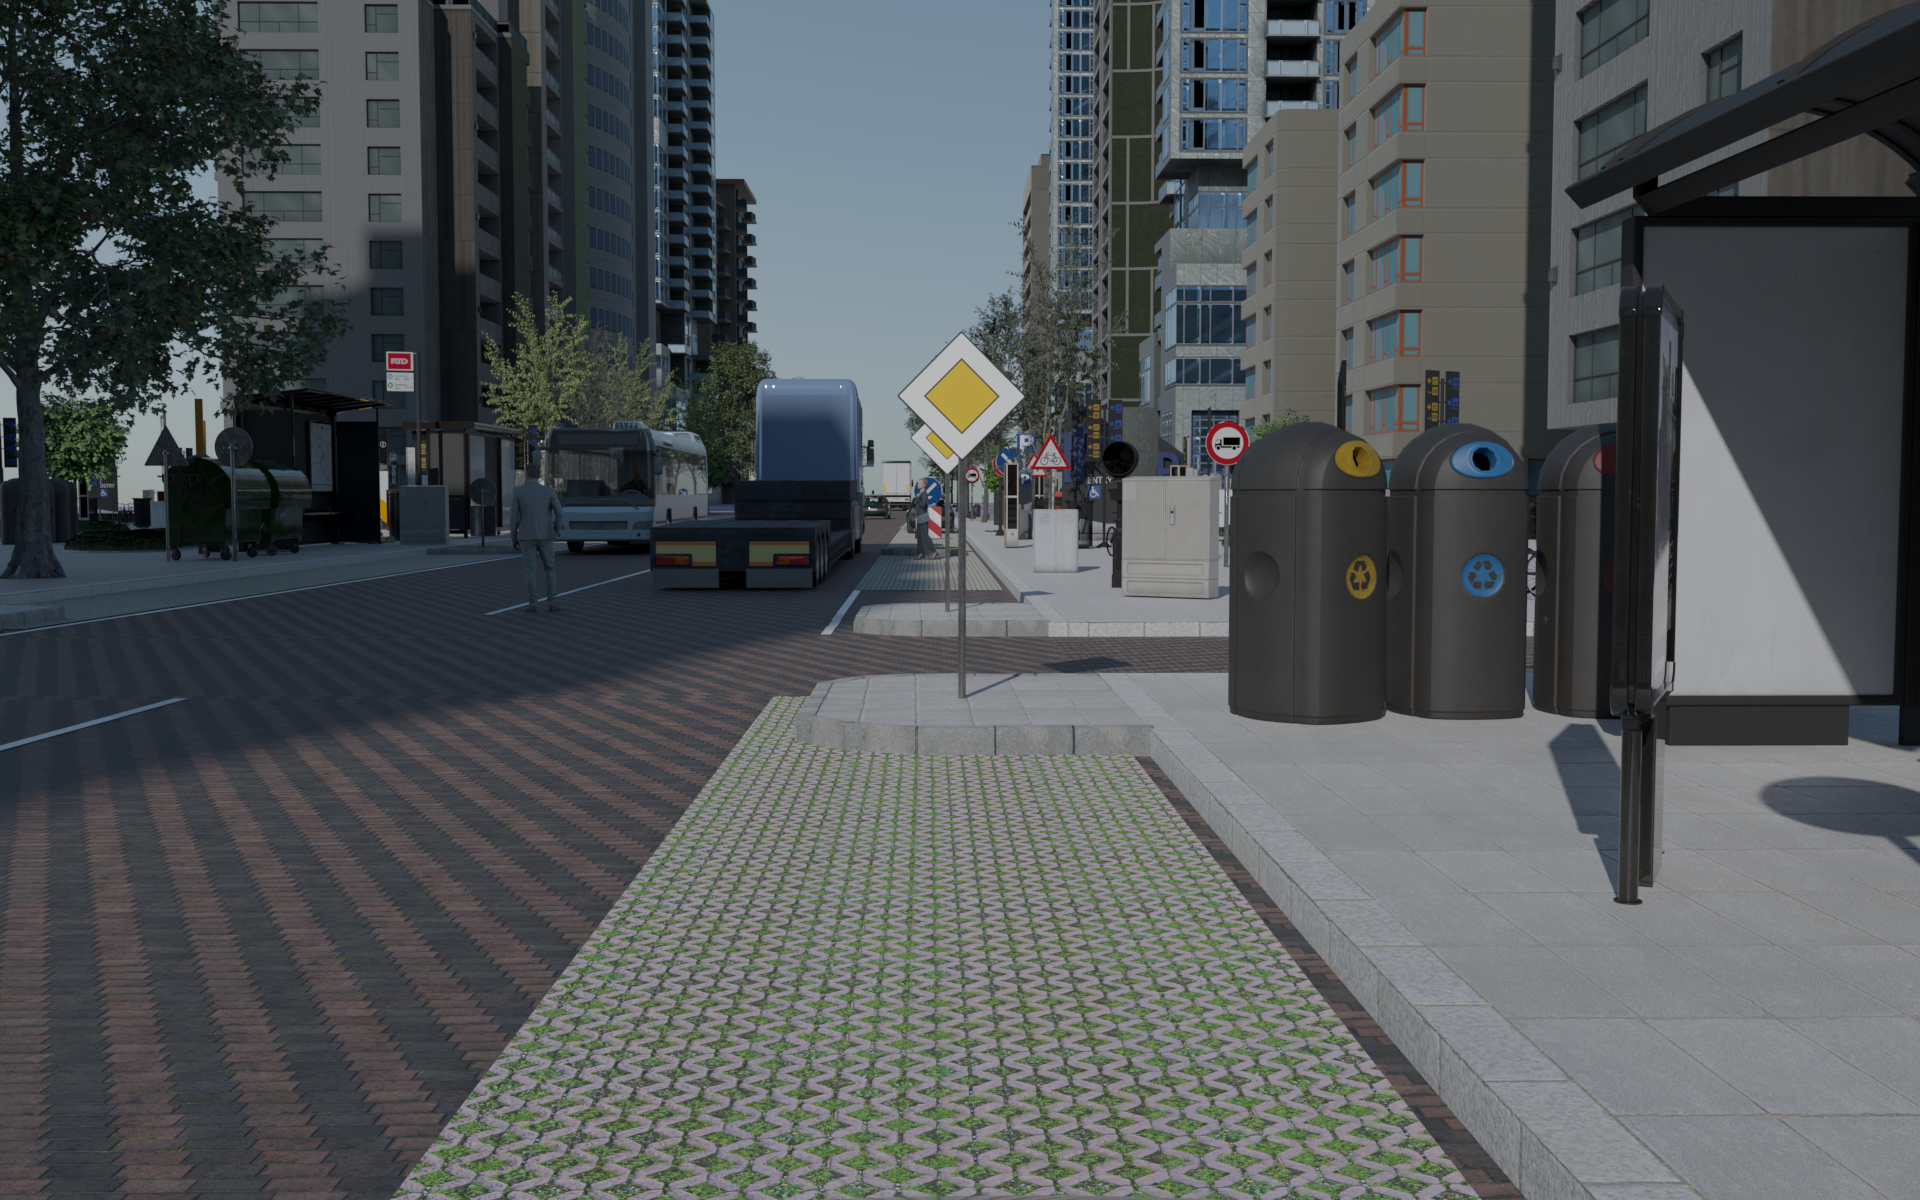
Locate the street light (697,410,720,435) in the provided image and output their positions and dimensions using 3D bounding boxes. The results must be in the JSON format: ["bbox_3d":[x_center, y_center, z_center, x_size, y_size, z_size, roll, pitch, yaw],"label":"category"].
[{"bbox_3d":[-13.953,-7.529,95.633,1.470,5.913,1.316,0,4,-1],"label":"street light"}]

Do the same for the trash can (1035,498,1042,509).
[{"bbox_3d":[3.092,-3.124,62.727,0.748,1.137,0.748,0,3,0],"label":"trash can"}]

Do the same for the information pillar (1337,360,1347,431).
[{"bbox_3d":[6.612,-2.367,30.062,0.183,3.616,0.504,1,4,21],"label":"information pillar"}]

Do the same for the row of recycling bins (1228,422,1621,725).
[{"bbox_3d":[3.330,-0.185,10.142,3.534,1.692,1.069,0,4,-5],"label":"row of recycling bins"}]

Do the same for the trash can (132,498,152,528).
[{"bbox_3d":[-31.093,-3.316,65.866,0.748,1.137,0.748,0,3,0],"label":"trash can"}]

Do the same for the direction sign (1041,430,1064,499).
[{"bbox_3d":[3.303,-4.221,61.009,0.876,3.537,0.379,0,4,-1],"label":"direction sign"}]

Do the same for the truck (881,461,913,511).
[{"bbox_3d":[-5.481,-9.902,150.814,2.839,4.237,11.283,0,4,-1],"label":"truck"}]

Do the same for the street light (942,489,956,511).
[{"bbox_3d":[-0.092,-7.372,93.076,1.470,5.913,1.316,0,4,-1],"label":"street light"}]

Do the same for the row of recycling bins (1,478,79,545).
[{"bbox_3d":[-24.080,-2.344,45.434,1.069,1.692,3.534,0,4,-7],"label":"row of recycling bins"}]

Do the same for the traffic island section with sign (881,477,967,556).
[{"bbox_3d":[-0.859,-1.969,40.825,1.989,1.847,2.006,0,4,-1],"label":"traffic island section with sign"}]

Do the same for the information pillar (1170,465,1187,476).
[{"bbox_3d":[5.581,-2.433,44.277,0.304,2.012,0.304,-3,5,-40],"label":"information pillar"}]

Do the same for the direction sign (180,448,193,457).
[{"bbox_3d":[-37.775,-5.652,84.403,0.379,3.537,0.876,3,4,37],"label":"direction sign"}]

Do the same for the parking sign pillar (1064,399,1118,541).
[{"bbox_3d":[3.752,-3.661,48.329,1.447,3.967,1.447,1,4,8],"label":"parking sign pillar"}]

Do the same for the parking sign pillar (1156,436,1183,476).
[{"bbox_3d":[9.782,-5.631,80.546,1.447,3.967,1.447,2,4,28],"label":"parking sign pillar"}]

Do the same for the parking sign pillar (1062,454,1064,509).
[{"bbox_3d":[3.894,-4.048,54.651,1.447,3.967,1.447,1,4,16],"label":"parking sign pillar"}]

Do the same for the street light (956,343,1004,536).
[{"bbox_3d":[0.699,-4.928,53.107,1.470,5.913,1.316,0,4,-1],"label":"street light"}]

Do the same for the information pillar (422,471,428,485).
[{"bbox_3d":[-23.128,-5.102,74.766,0.504,3.616,0.183,0,4,-3],"label":"information pillar"}]

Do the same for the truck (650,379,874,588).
[{"bbox_3d":[-3.484,-2.749,34.700,2.967,4.110,18.799,0,4,-1],"label":"truck"}]

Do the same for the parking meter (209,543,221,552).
[{"bbox_3d":[-16.442,-1.984,38.146,0.255,1.863,0.399,-1,4,-23],"label":"parking meter"}]

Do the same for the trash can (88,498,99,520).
[{"bbox_3d":[-31.883,-3.164,63.380,0.748,1.137,0.748,0,3,0],"label":"trash can"}]

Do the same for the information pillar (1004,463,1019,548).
[{"bbox_3d":[1.216,-2.232,40.987,0.304,2.012,0.304,0,4,-7],"label":"information pillar"}]

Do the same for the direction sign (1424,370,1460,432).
[{"bbox_3d":[8.857,-2.440,31.883,0.876,3.537,0.379,-2,4,-32],"label":"direction sign"}]

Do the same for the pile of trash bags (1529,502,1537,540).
[{"bbox_3d":[15.063,-2.369,48.493,3.447,1.369,1.912,0,4,4],"label":"pile of trash bags"}]

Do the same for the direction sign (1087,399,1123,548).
[{"bbox_3d":[3.464,-3.031,41.548,0.876,3.537,0.379,-1,4,-10],"label":"direction sign"}]

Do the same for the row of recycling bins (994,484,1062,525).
[{"bbox_3d":[3.146,-3.930,71.374,3.534,1.692,1.069,0,4,3],"label":"row of recycling bins"}]

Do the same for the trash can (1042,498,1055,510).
[{"bbox_3d":[3.319,-2.896,58.997,0.748,1.137,0.748,0,3,0],"label":"trash can"}]

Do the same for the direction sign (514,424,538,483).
[{"bbox_3d":[-14.145,-3.946,56.520,0.379,3.537,0.876,3,5,40],"label":"direction sign"}]

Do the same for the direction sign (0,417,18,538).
[{"bbox_3d":[-28.351,-3.622,51.212,0.876,3.537,0.379,-1,4,-19],"label":"direction sign"}]

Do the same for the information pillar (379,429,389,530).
[{"bbox_3d":[-20.842,-4.348,62.445,0.504,3.616,0.183,0,4,-4],"label":"information pillar"}]

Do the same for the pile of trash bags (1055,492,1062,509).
[{"bbox_3d":[4.634,-3.593,68.502,1.912,1.369,3.447,2,4,30],"label":"pile of trash bags"}]

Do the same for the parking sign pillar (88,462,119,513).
[{"bbox_3d":[-40.480,-5.701,81.686,1.447,3.967,1.447,-3,5,-41],"label":"parking sign pillar"}]

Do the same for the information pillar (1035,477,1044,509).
[{"bbox_3d":[3.061,-3.840,67.270,0.304,2.012,0.304,3,5,40],"label":"information pillar"}]

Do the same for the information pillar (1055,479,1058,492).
[{"bbox_3d":[4.530,-4.819,83.286,0.304,2.012,0.304,1,4,21],"label":"information pillar"}]

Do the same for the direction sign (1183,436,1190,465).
[{"bbox_3d":[8.884,-4.650,68.027,0.379,3.537,0.876,0,4,-7],"label":"direction sign"}]

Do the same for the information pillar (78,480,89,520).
[{"bbox_3d":[-30.544,-3.417,60.354,0.304,2.012,0.304,-2,4,-30],"label":"information pillar"}]

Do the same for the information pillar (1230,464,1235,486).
[{"bbox_3d":[14.709,-6.242,93.413,0.183,3.616,0.504,-1,4,-18],"label":"information pillar"}]

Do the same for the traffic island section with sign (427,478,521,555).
[{"bbox_3d":[-11.539,-2.015,41.574,1.989,1.847,2.006,0,4,-1],"label":"traffic island section with sign"}]

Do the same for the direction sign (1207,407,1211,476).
[{"bbox_3d":[6.532,-3.270,45.461,0.379,3.537,0.876,0,4,4],"label":"direction sign"}]

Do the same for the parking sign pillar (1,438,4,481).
[{"bbox_3d":[-46.544,-5.777,82.922,1.447,3.967,1.447,-1,4,-21],"label":"parking sign pillar"}]

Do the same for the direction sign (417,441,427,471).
[{"bbox_3d":[-17.754,-4.036,57.989,0.876,3.537,0.379,1,4,12],"label":"direction sign"}]

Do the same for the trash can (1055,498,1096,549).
[{"bbox_3d":[2.812,-1.771,40.610,0.748,1.137,0.748,0,3,0],"label":"trash can"}]
